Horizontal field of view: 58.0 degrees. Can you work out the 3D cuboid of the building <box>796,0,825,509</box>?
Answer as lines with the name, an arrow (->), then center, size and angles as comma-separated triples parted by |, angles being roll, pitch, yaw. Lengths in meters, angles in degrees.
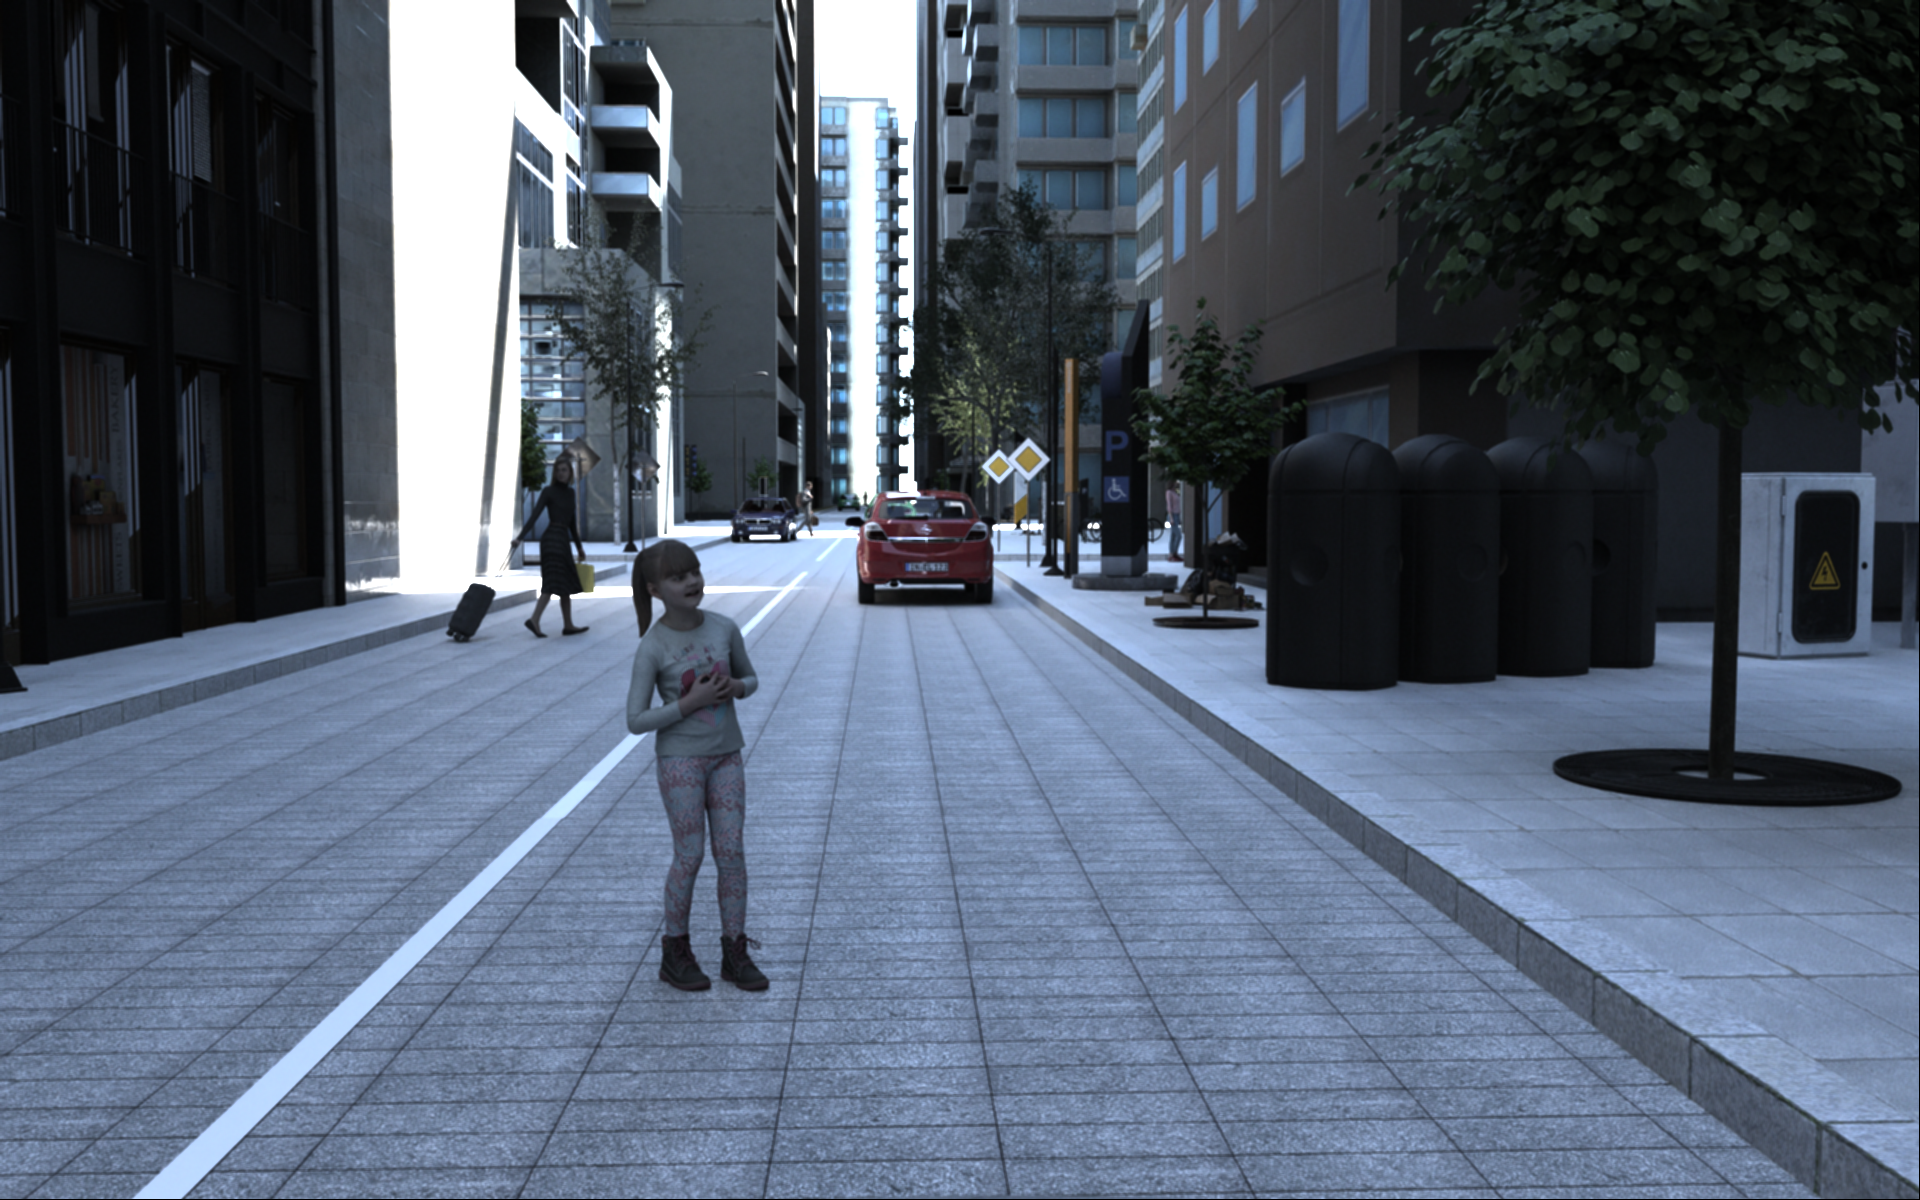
building -> -19.171, -30.591, 150.280 | 14.600, 45.320, 14.200 | 0, 4, -2

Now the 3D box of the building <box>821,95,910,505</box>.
building -> -21.351, -35.947, 207.342 | 30.456, 49.044, 23.786 | 0, 4, -2

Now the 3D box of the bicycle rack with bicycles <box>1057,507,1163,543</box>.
bicycle rack with bicycles -> 4.032, -2.013, 46.289 | 2.925, 0.926, 2.852 | 0, 4, 3

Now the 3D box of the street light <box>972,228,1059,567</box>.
street light -> 1.029, -3.539, 30.412 | 1.470, 5.913, 1.316 | 0, 4, -2

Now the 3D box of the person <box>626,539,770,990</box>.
person -> -0.739, 0.473, 5.040 | 0.394, 1.301, 0.425 | 3, 4, 37

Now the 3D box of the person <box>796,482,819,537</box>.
person -> -5.128, -3.014, 57.743 | 0.822, 1.834, 0.622 | 0, 4, -5

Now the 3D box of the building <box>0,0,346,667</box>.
building -> -12.904, -11.100, 11.157 | 12.332, 23.373, 15.834 | 0, 4, -2

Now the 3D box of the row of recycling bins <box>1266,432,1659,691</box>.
row of recycling bins -> 3.697, -0.319, 12.336 | 3.534, 1.692, 1.069 | -2, 4, -32

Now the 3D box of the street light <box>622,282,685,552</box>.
street light -> -6.724, -4.007, 38.048 | 1.470, 5.913, 1.316 | 0, 4, -2

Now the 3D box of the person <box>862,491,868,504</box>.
person -> -9.764, -10.297, 177.681 | 0.721, 1.723, 1.217 | 2, 4, 25

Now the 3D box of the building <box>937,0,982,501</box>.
building -> 12.020, -33.252, 132.910 | 28.713, 52.752, 27.495 | 0, 4, -2

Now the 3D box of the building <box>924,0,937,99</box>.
building -> 3.877, -30.813, 153.908 | 14.600, 45.320, 14.200 | 0, 4, -2

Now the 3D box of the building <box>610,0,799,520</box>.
building -> -20.063, -28.745, 93.678 | 21.300, 48.544, 21.600 | 0, 4, -2

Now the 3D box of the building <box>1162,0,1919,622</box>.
building -> 10.776, -22.793, 22.774 | 14.600, 45.320, 14.200 | 0, 4, -2

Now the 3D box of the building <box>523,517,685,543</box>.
building -> -20.690, -45.600, 58.226 | 22.319, 86.520, 31.000 | 0, 4, -2

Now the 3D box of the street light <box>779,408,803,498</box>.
street light -> -9.216, -7.425, 93.939 | 1.470, 5.913, 1.316 | 0, 4, -2

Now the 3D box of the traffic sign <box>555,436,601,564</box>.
traffic sign -> -6.637, -1.622, 30.157 | 0.795, 2.450, 0.064 | 0, 4, -2

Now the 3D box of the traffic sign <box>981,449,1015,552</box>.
traffic sign -> 0.861, -2.129, 38.446 | 0.795, 2.450, 0.064 | 0, 4, -2

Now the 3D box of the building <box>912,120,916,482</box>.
building -> 1.623, -33.844, 203.456 | 14.200, 45.320, 14.600 | 0, 4, -2

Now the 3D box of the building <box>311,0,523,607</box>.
building -> -15.753, -10.342, 23.849 | 16.860, 20.320, 10.420 | 0, 4, -2

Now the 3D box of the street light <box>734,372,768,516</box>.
street light -> -8.045, -5.730, 66.229 | 1.470, 5.913, 1.316 | 0, 4, -2

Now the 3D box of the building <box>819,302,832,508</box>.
building -> -27.904, -20.198, 175.273 | 28.899, 21.520, 27.650 | 0, 4, -2

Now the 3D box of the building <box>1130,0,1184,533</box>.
building -> 18.508, -22.157, 54.150 | 23.993, 40.220, 32.217 | 0, 4, -2

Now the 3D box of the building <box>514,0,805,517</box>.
building -> -22.465, -49.763, 126.304 | 22.319, 86.520, 31.000 | 0, 4, -2

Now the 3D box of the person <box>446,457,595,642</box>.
person -> -4.362, -0.524, 17.278 | 1.509, 1.804, 0.699 | -2, 4, -30

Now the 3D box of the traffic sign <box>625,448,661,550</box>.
traffic sign -> -6.977, -2.110, 38.135 | 0.795, 2.450, 0.064 | 0, 4, -2

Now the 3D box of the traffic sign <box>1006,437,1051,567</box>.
traffic sign -> 1.201, -1.641, 30.469 | 0.795, 2.450, 0.064 | 0, 4, -2

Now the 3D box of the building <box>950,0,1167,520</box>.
building -> 11.607, -29.271, 98.194 | 23.786, 49.044, 30.456 | 0, 4, -2

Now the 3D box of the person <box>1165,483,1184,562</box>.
person -> 4.508, -1.711, 36.482 | 0.388, 1.821, 0.555 | 1, 4, 14

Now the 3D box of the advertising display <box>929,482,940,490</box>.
advertising display -> -1.338, -5.227, 90.673 | 0.123, 1.923, 0.974 | -2, 4, -29

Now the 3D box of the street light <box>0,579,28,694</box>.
street light -> -5.712, -2.356, 11.067 | 1.470, 5.913, 1.316 | 0, 4, -2

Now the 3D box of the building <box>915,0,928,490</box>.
building -> 6.000, -38.717, 175.015 | 21.231, 58.520, 28.212 | 0, 4, -2
